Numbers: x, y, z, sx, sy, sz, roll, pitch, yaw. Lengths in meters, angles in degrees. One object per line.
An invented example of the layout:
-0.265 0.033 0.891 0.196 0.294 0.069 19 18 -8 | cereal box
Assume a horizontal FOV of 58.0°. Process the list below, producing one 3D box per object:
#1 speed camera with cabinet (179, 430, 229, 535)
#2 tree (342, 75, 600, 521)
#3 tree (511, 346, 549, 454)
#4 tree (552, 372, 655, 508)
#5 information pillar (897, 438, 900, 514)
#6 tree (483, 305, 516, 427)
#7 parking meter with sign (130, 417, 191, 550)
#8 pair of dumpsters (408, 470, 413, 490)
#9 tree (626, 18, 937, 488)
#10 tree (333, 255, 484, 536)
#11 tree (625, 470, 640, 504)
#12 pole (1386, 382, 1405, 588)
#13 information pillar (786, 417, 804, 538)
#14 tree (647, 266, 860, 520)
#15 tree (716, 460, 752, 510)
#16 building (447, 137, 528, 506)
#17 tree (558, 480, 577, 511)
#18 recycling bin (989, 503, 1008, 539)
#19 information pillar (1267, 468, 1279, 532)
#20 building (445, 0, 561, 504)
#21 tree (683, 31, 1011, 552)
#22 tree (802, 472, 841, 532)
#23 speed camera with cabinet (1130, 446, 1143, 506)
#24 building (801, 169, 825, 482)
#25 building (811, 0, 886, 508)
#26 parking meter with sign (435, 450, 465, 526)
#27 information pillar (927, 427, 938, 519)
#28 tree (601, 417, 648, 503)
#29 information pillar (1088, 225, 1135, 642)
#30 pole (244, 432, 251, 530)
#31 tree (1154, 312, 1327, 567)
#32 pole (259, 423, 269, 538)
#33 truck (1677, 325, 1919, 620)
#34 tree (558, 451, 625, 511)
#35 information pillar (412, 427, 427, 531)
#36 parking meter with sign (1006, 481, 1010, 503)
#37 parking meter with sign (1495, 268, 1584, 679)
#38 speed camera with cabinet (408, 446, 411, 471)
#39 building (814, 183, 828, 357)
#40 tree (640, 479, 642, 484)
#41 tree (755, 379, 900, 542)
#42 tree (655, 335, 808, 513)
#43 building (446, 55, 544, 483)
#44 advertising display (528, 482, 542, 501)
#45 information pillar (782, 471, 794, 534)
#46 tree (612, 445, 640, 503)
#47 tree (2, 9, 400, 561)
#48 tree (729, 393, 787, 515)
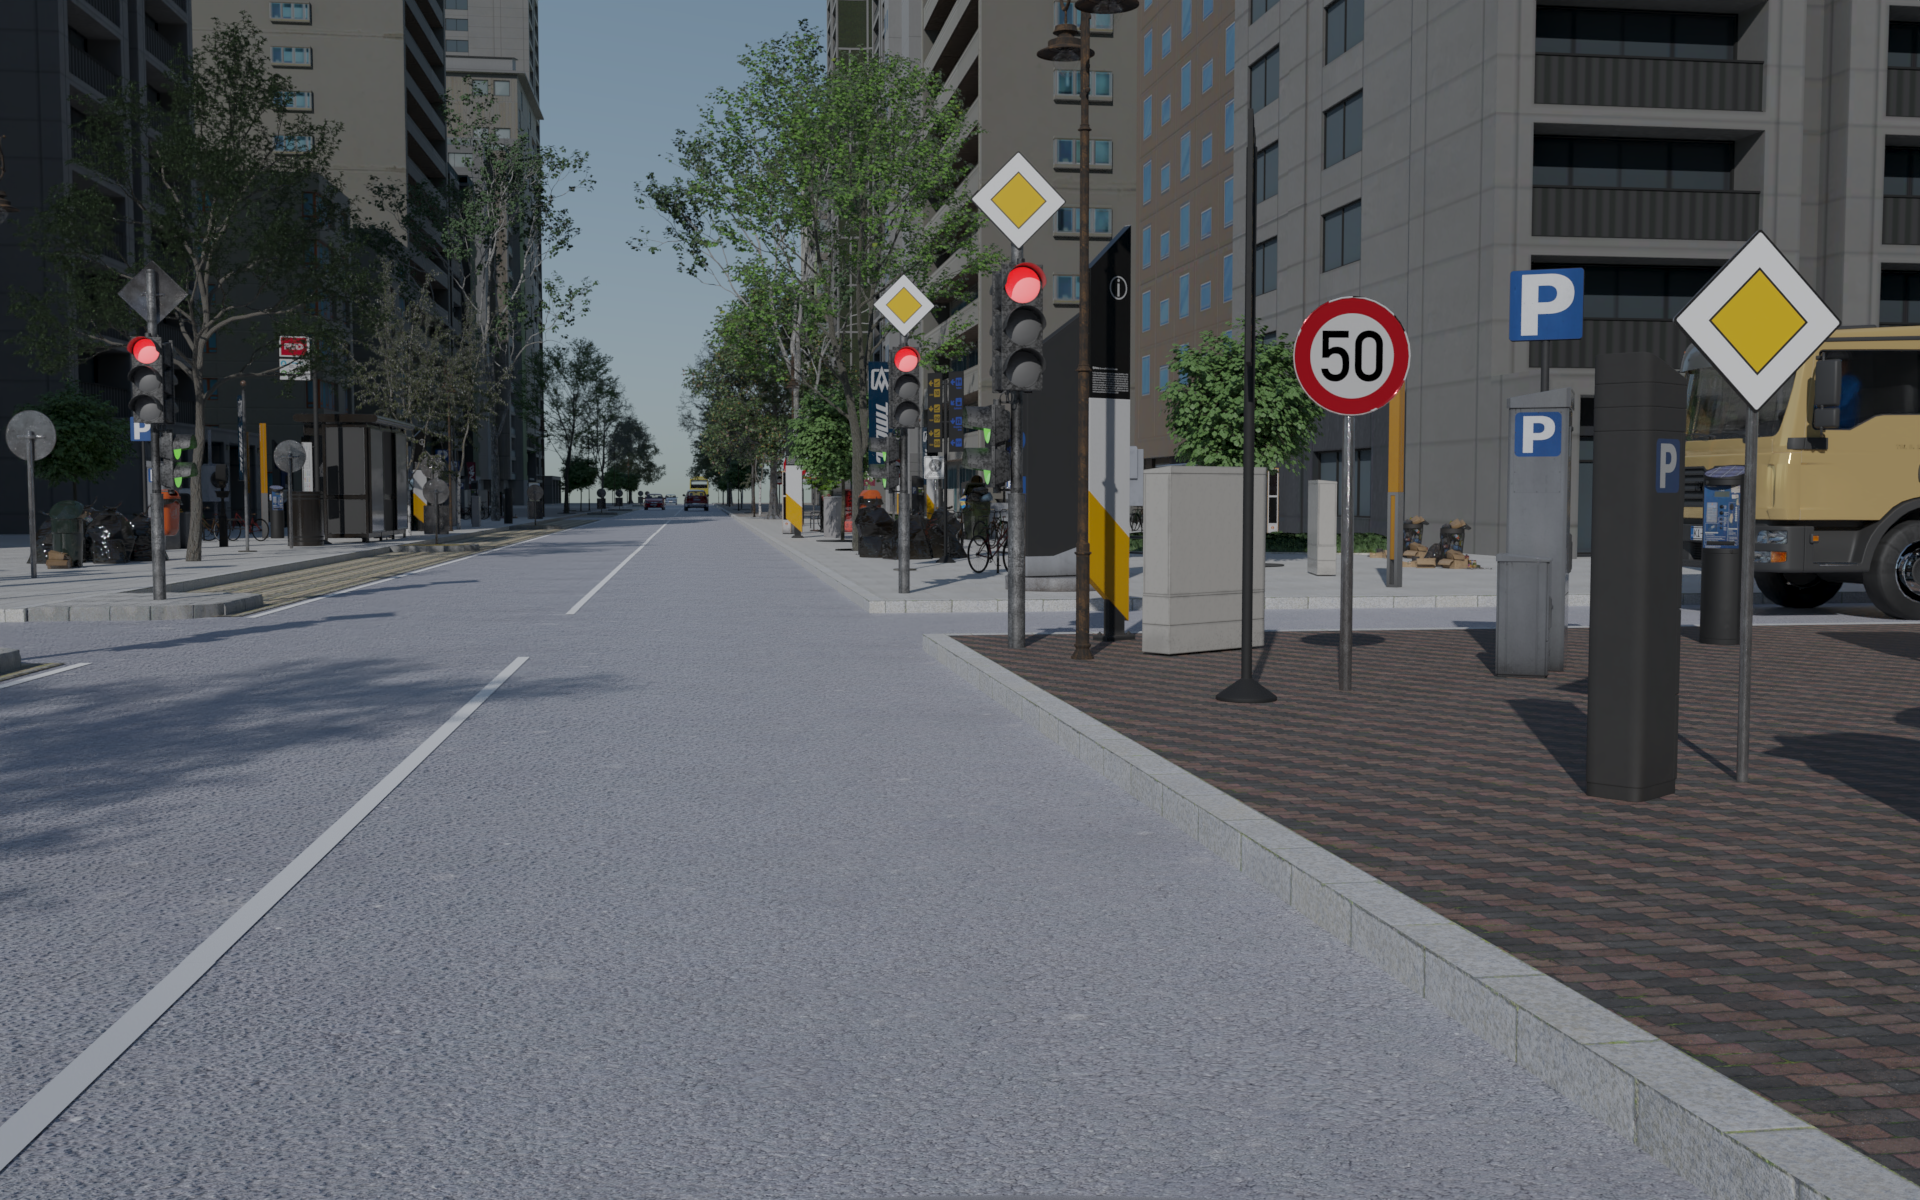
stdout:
-23.305 -3.564 52.612 0.660 3.252 2.038 3 4 36 | speed camera with cabinet
-23.046 -13.784 81.263 12.611 20.169 13.585 0 3 0 | tree
-25.667 -11.471 113.298 9.928 11.665 9.643 0 3 0 | tree
-34.250 -15.580 165.103 12.009 13.543 11.850 0 3 0 | tree
-2.164 -4.461 64.294 0.183 3.616 0.504 2 4 31 | information pillar
-18.198 -6.870 62.683 4.360 8.622 3.978 0 3 0 | tree
-18.344 -2.671 39.937 0.543 3.016 1.738 0 4 5 | parking meter with sign
-21.879 -3.938 66.880 1.574 2.255 4.437 -1 4 -8 | pair of dumpsters
-7.417 -13.205 71.793 12.611 20.169 13.585 0 3 0 | tree
-17.006 -6.284 53.113 4.360 8.622 3.978 0 3 0 | tree
-39.134 -12.956 195.549 4.285 4.588 4.351 0 3 0 | tree
5.978 -1.829 23.739 0.158 3.312 0.155 0 3 0 | pole
-4.818 -3.614 50.438 0.504 3.616 0.183 0 4 8 | information pillar
-9.371 -10.411 87.231 9.611 12.733 9.660 0 3 0 | tree
-18.222 -9.783 143.663 4.285 4.588 4.351 0 3 0 | tree
-56.192 -31.138 192.703 14.154 41.232 14.086 -1 4 -9 | building
-29.987 -8.422 132.300 1.663 3.219 1.824 0 3 0 | tree
1.165 -2.286 49.936 0.722 1.027 0.722 -2 4 -30 | recycling bin
8.860 -2.722 48.992 0.304 2.012 0.304 1 4 13 | information pillar
-65.674 -48.811 236.315 20.563 71.187 20.611 -1 4 -9 | building
-2.318 -6.923 38.951 9.928 11.665 9.643 0 3 0 | tree
-4.799 -3.973 59.552 1.663 3.219 1.824 0 3 0 | tree
3.774 -2.411 33.753 2.038 3.252 0.660 -1 4 -20 | speed camera with cabinet
-8.188 -40.047 244.013 28.713 52.752 27.495 -1 4 -9 | building
-6.909 -46.889 204.885 20.563 71.187 20.611 -1 4 -9 | building
-20.277 -4.432 68.729 0.543 3.016 1.738 0 4 -1 | parking meter with sign
-0.802 -3.645 50.947 0.183 3.616 0.504 -3 4 -36 | information pillar
-47.810 -20.450 251.367 9.611 12.733 9.660 0 3 0 | tree
1.290 -1.450 15.069 0.504 3.616 0.183 -3 4 -37 | information pillar
-23.379 -3.850 56.795 0.158 3.312 0.155 0 3 0 | pole
5.008 -2.877 30.759 4.285 4.588 4.351 0 3 0 | tree
-20.104 -3.436 50.024 0.158 3.312 0.155 0 3 0 | pole
12.828 -1.535 21.020 9.791 3.379 3.469 -1 4 -8 | truck
-28.111 -8.829 128.062 4.285 4.588 4.351 0 3 0 | tree
-18.553 -4.169 59.522 0.183 3.616 0.504 3 5 40 | information pillar
2.190 -4.820 75.064 0.543 3.016 1.738 0 4 6 | parking meter with sign
4.251 -1.010 12.770 0.543 3.016 1.738 1 4 22 | parking meter with sign
-23.032 -4.780 72.492 0.660 3.252 2.038 0 4 -4 | speed camera with cabinet
-11.797 -32.981 222.833 14.154 41.232 14.086 -1 4 -9 | building
-43.976 -15.115 230.849 4.285 4.588 4.351 0 3 0 | tree
-3.153 -3.853 46.716 4.285 4.588 4.351 0 3 0 | tree
-13.860 -12.547 115.515 12.009 13.543 11.850 0 3 0 | tree
-66.357 -38.106 212.265 28.713 52.752 27.495 -1 4 -9 | building
-23.302 -5.490 94.971 0.974 1.923 0.123 2 4 34 | advertising display
-5.487 -3.112 55.368 0.304 2.012 0.304 1 4 19 | information pillar
-46.503 -17.806 241.486 4.360 8.622 3.978 0 3 0 | tree
-14.304 -6.020 32.844 7.601 10.594 8.767 -1 4 -20 | tree
-11.924 -9.397 104.000 4.360 8.622 3.978 0 3 0 | tree
